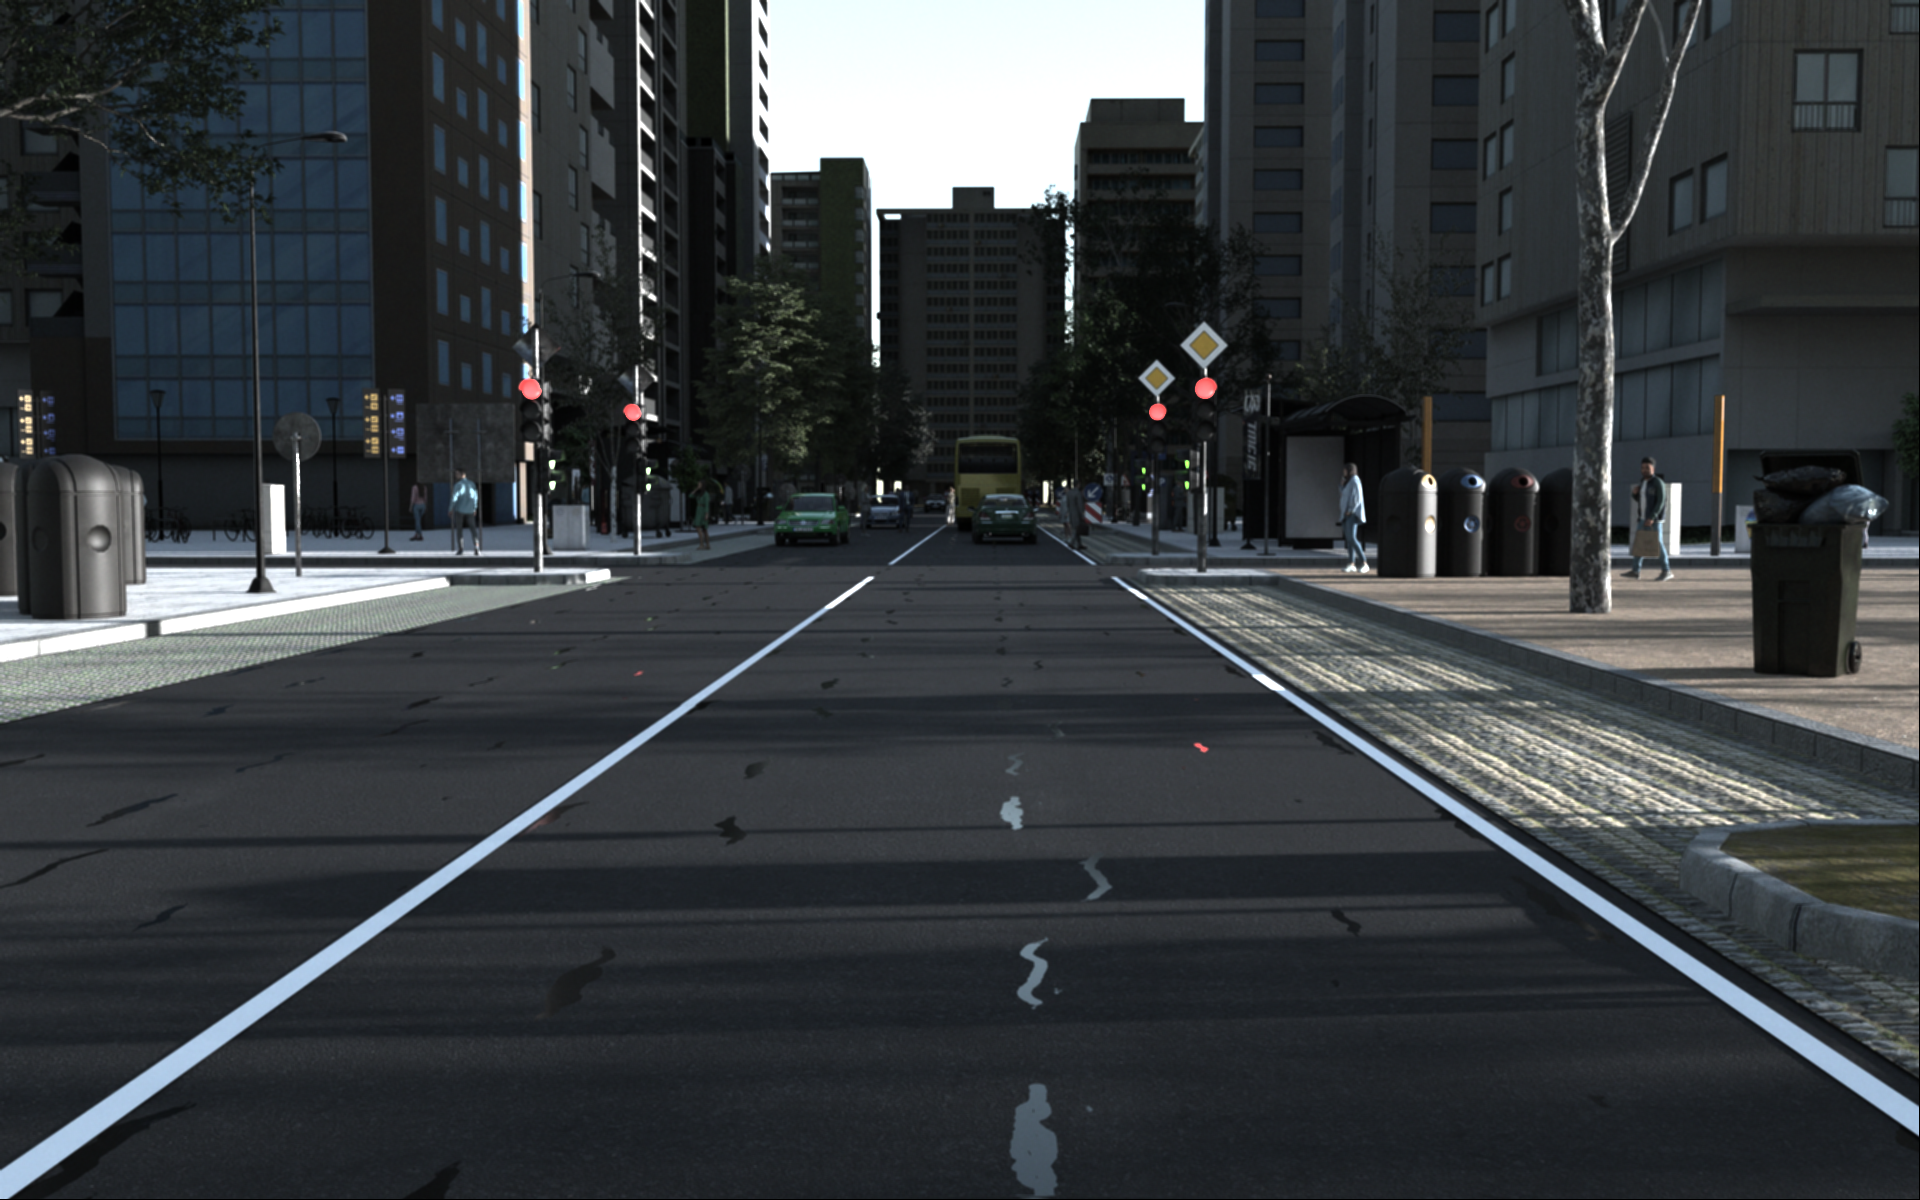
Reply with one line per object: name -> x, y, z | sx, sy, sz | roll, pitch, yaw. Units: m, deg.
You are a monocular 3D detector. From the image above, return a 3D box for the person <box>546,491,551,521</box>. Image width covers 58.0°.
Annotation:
person -> -19.942, -4.689, 83.059 | 0.716, 1.782, 0.532 | -1, 4, -22

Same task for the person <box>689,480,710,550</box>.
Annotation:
person -> -6.562, -2.170, 44.230 | 0.600, 1.795, 0.529 | 3, 5, 41

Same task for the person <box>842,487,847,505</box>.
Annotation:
person -> -8.489, -7.396, 127.100 | 0.705, 1.807, 1.348 | 0, 4, 5

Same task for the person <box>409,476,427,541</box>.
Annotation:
person -> -14.871, -2.541, 47.601 | 0.388, 1.821, 0.555 | 2, 4, 24

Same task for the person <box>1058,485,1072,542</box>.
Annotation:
person -> 3.214, -2.603, 52.063 | 0.512, 1.701, 0.522 | 3, 4, 36

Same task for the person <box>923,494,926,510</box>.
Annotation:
person -> -3.115, -8.837, 156.210 | 0.599, 1.433, 0.991 | 0, 4, -2

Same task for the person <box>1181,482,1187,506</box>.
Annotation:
person -> 9.066, -3.957, 70.764 | 0.581, 1.822, 0.654 | 0, 4, 0

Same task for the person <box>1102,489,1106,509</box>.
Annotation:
person -> 12.113, -8.506, 145.923 | 0.742, 1.727, 0.445 | -1, 4, -9

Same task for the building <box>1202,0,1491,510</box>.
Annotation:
building -> 29.760, -36.335, 136.081 | 21.231, 58.520, 28.212 | 0, 4, 1

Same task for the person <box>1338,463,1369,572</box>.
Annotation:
person -> 6.502, -1.365, 28.624 | 0.793, 1.790, 0.793 | -2, 4, -35

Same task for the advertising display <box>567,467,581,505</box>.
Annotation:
advertising display -> -9.299, -2.237, 41.784 | 0.123, 1.923, 0.974 | 0, 4, 1

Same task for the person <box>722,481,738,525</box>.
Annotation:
person -> -9.512, -4.019, 71.593 | 0.795, 1.843, 0.661 | 1, 4, 13

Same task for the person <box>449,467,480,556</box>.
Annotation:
person -> -10.352, -1.852, 36.187 | 0.638, 1.841, 0.748 | -2, 4, -35

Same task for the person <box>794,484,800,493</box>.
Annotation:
person -> -8.735, -5.230, 91.793 | 0.529, 1.795, 0.600 | 3, 4, 37

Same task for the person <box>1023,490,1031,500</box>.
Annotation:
person -> 5.829, -8.826, 152.739 | 1.348, 1.831, 0.705 | 1, 4, 9

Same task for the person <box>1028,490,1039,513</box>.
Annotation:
person -> 5.643, -7.595, 133.203 | 0.721, 1.766, 1.217 | 3, 5, 44

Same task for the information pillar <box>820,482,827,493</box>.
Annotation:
information pillar -> -8.384, -6.228, 106.323 | 0.304, 2.012, 0.304 | 1, 4, 19

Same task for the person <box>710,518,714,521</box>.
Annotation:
person -> -11.112, -4.303, 76.569 | 0.661, 1.801, 0.590 | 2, 4, 29

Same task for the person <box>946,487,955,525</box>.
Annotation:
person -> -0.460, -4.326, 79.775 | 0.519, 1.759, 0.362 | -3, 4, -37

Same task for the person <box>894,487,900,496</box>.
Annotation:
person -> -3.419, -5.425, 97.366 | 0.590, 1.801, 0.661 | 3, 5, 42

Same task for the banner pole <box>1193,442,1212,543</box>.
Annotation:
banner pole -> 6.427, -3.402, 45.636 | 0.401, 3.779, 0.863 | -3, 4, -37

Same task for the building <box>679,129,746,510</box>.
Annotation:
building -> -25.394, -22.540, 140.223 | 14.160, 30.474, 14.107 | 0, 4, 1

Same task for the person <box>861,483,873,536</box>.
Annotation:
person -> -3.156, -3.090, 59.210 | 0.526, 1.800, 0.537 | 3, 4, 36

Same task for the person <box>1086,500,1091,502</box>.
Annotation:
person -> 8.198, -6.081, 110.135 | 0.362, 1.253, 0.373 | 0, 4, -3

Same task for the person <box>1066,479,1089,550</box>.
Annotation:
person -> 3.025, -2.193, 44.458 | 0.767, 1.812, 0.694 | -2, 4, -31

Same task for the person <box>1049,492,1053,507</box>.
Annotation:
person -> 8.959, -9.921, 168.780 | 0.750, 1.759, 0.617 | 3, 5, 43

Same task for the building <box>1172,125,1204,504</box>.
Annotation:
building -> 35.069, -28.813, 162.978 | 32.217, 40.220, 23.993 | 0, 4, 1

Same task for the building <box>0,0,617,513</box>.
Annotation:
building -> -34.663, -30.935, 95.032 | 28.713, 52.752, 27.495 | 0, 4, 1

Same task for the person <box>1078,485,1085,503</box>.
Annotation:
person -> 6.837, -5.666, 98.694 | 0.555, 1.821, 0.388 | 0, 4, -1

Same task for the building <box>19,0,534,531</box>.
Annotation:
building -> -25.236, -25.455, 66.296 | 14.600, 45.320, 14.200 | 0, 4, 1

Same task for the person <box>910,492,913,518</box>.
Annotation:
person -> -3.137, -5.978, 105.607 | 0.648, 1.900, 0.474 | -3, 5, -41

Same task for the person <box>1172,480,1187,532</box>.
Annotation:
person -> 7.459, -3.200, 58.544 | 0.590, 1.801, 0.661 | 0, 4, 7

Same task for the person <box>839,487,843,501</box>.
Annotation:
person -> -9.312, -8.039, 137.485 | 0.705, 1.824, 1.348 | -3, 5, -42

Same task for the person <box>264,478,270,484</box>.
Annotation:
person -> -23.235, -3.180, 58.130 | 0.767, 1.812, 0.694 | 2, 4, 31

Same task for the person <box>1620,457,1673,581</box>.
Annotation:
person -> 10.146, -1.189, 25.472 | 0.713, 1.824, 0.794 | 0, 4, 4

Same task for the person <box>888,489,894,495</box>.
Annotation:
person -> -5.091, -7.427, 129.801 | 0.709, 1.838, 0.599 | 1, 4, 19

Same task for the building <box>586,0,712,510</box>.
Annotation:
building -> -28.630, -41.802, 121.708 | 20.563, 71.187, 20.611 | 0, 4, 1

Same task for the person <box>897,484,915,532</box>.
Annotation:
person -> -2.054, -3.468, 65.390 | 0.721, 1.800, 0.419 | -1, 4, -10

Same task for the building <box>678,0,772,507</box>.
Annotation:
building -> -32.653, -38.129, 165.405 | 28.212, 58.520, 21.231 | 0, 4, 1

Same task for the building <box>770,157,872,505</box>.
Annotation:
building -> -18.139, -32.393, 213.220 | 14.086, 41.232, 14.154 | 0, 4, 1

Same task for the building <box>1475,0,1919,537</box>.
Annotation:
building -> 35.290, -28.875, 61.348 | 27.495, 52.752, 28.713 | 0, 4, 1

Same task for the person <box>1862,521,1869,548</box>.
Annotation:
person -> 21.394, -1.880, 41.055 | 0.425, 1.301, 0.394 | 0, 4, -5

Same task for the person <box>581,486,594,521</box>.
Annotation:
person -> -17.769, -4.682, 82.462 | 0.638, 1.841, 0.748 | -3, 4, -37

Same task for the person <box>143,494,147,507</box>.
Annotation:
person -> -25.966, -2.866, 54.719 | 0.589, 1.601, 0.330 | 3, 4, 36

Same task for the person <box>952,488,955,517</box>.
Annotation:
person -> -0.361, -6.189, 109.961 | 0.793, 1.790, 0.793 | 2, 4, 27

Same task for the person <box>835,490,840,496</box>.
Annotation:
person -> -5.752, -4.332, 81.139 | 0.330, 1.601, 0.589 | 0, 4, -5

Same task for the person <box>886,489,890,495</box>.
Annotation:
person -> -7.440, -10.894, 184.095 | 1.348, 1.831, 0.705 | -2, 4, -27

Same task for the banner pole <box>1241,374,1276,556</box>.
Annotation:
banner pole -> 6.251, -2.832, 36.326 | 0.401, 3.779, 0.863 | -3, 5, -44

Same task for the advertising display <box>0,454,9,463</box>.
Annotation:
advertising display -> -15.756, -1.379, 27.756 | 0.974, 1.923, 0.123 | 0, 4, -7

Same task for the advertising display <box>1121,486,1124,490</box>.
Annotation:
advertising display -> 8.103, -5.092, 88.465 | 0.123, 1.923, 0.974 | -1, 4, -22
